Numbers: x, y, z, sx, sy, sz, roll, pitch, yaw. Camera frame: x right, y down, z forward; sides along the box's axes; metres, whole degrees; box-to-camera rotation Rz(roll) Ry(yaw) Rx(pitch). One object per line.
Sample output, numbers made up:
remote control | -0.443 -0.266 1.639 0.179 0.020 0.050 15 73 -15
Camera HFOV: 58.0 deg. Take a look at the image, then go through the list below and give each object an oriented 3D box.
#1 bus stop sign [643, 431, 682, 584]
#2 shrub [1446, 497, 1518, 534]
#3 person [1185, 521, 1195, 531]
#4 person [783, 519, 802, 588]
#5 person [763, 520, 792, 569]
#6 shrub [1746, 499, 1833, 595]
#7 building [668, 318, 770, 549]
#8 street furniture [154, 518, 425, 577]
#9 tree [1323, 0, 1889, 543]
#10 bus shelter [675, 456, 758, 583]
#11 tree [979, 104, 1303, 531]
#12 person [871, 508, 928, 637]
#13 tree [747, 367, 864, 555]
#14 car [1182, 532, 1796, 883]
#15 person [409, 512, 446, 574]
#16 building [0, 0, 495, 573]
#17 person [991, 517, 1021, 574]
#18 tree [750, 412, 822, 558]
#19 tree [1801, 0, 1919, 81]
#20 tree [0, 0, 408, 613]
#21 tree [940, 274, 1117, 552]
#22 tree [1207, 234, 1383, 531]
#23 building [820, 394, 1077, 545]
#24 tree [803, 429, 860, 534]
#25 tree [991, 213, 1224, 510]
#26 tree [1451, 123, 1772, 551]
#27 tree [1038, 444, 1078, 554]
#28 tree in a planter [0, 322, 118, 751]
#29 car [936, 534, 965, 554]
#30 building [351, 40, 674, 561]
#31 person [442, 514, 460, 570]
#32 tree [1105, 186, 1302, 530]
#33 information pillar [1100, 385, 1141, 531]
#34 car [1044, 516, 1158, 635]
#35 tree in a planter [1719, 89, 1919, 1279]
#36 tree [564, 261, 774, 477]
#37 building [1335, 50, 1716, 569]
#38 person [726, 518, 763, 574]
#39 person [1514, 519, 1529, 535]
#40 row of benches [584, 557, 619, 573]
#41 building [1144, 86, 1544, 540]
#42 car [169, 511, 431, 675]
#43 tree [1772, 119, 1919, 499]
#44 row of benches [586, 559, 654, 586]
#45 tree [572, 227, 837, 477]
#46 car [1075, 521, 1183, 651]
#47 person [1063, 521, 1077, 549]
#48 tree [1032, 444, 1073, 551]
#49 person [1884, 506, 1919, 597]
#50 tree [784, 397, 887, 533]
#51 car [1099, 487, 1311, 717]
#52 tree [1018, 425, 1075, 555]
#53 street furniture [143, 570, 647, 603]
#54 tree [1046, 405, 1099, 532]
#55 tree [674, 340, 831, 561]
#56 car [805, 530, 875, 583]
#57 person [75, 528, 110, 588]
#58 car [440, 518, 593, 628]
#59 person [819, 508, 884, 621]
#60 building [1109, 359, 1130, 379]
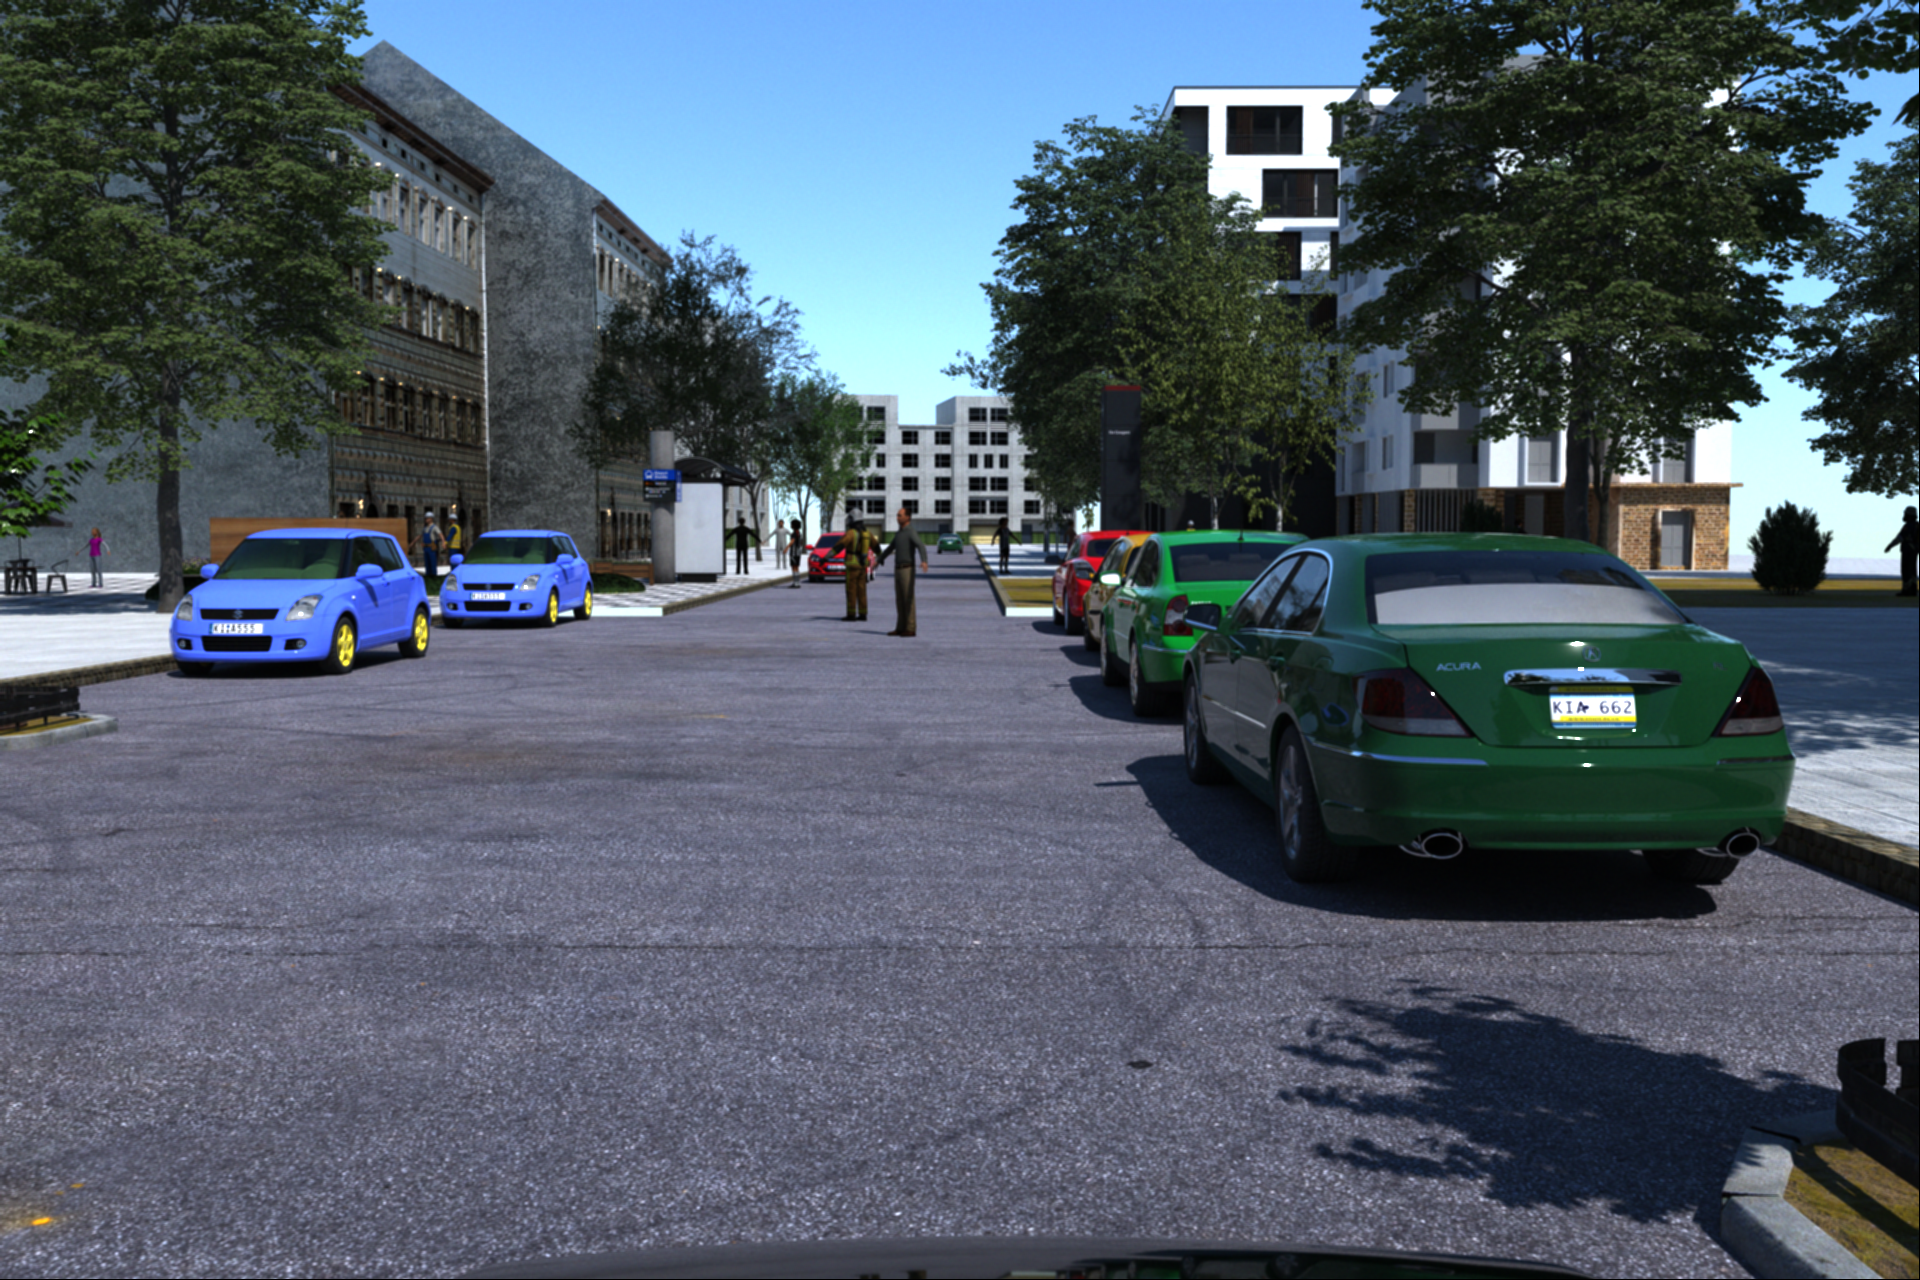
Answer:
bus stop sign | -7.617 -3.386 44.384 0.837 3.901 0.837 0 4 1
shrub | 10.825 -1.964 36.157 1.661 2.075 1.752 0 3 0
person | 8.425 -3.493 63.578 1.216 1.772 0.721 -1 4 -13
person | -4.389 -2.279 45.868 0.704 1.843 1.345 1 4 10
person | -6.520 -3.488 63.215 1.347 1.806 0.705 0 4 -3
shrub | 17.463 -1.960 36.473 1.690 2.028 1.600 0 3 0
building | -27.623 -17.769 156.983 16.747 18.905 31.486 0 4 1
street furniture | -19.655 -2.523 48.103 9.812 1.723 11.010 -1 4 -23
tree | 8.873 -6.512 24.599 7.486 12.596 7.792 0 3 0
bus shelter | -6.921 -3.305 47.963 2.014 3.302 5.546 0 4 0
tree | 5.483 -8.896 52.112 9.857 13.997 8.962 0 3 0
person | -0.798 -0.952 24.289 0.705 1.796 1.348 -2 4 -35
tree | -9.857 -11.188 108.680 9.928 11.665 9.643 0 3 0
car | 2.248 0.198 8.555 2.131 1.459 4.920 0 4 -1
person | -13.534 -2.344 44.174 1.347 1.847 0.705 2 4 33
building | -29.698 -14.336 65.316 19.493 23.208 18.063 0 4 1
person | 1.446 -3.032 55.713 1.345 1.843 0.704 -3 5 -45
tree | -10.150 -8.831 94.756 4.360 8.622 3.978 0 3 0
tree | 7.992 -5.605 9.762 7.486 12.596 7.792 0 3 0
tree | -12.650 -6.732 28.190 7.486 12.596 7.792 0 3 0
tree | 4.948 -16.551 126.504 12.611 20.169 13.585 0 3 0
tree | 8.285 -5.701 43.568 4.737 8.622 4.395 0 3 0
building | -1.912 -21.938 227.606 31.486 18.905 16.747 -1 4 -10
tree | -9.211 -10.370 119.905 4.737 8.622 4.395 0 3 0
tree | 6.057 -9.994 70.065 9.857 13.997 8.962 0 3 0
tree | 16.534 -7.252 44.319 9.928 11.665 9.643 0 3 0
tree | 6.542 -9.900 112.223 4.737 8.622 4.395 0 3 0
tree in a planter | -7.125 -0.906 12.033 1.991 3.239 1.994 0 4 0
car | -0.704 -7.001 126.265 2.131 1.459 4.920 0 4 1
building | -25.528 -15.639 86.632 19.493 23.208 18.063 0 4 0
person | -13.922 -2.541 47.517 0.705 1.833 1.349 0 4 -2
tree | 5.301 -5.264 36.425 4.737 8.622 4.395 0 3 0
information pillar | 2.823 -2.516 30.516 0.750 3.857 0.750 0 4 -2
car | 2.376 -1.043 26.096 2.155 1.783 4.494 0 4 0
tree in a planter | 2.541 -0.356 3.045 1.991 3.239 1.994 0 4 0
tree | -9.820 -7.601 58.684 7.601 10.594 8.767 -1 4 -14
building | 21.455 -13.309 74.030 16.016 20.090 11.380 0 4 0
person | -6.936 -2.991 55.097 1.347 1.806 0.705 0 4 -7
person | 17.099 -2.827 52.937 0.721 1.740 1.216 -3 5 -42
row of benches | -10.882 -1.873 46.093 4.104 0.672 1.422 -1 4 -17
building | 23.866 -15.389 95.580 27.936 21.610 32.646 0 4 1
car | -7.076 -0.561 18.769 1.945 1.707 3.694 0 4 1
tree | 27.902 -8.644 47.988 9.857 13.997 8.962 0 3 0
row of benches | -9.527 -1.688 43.059 4.104 0.672 1.422 0 4 -6
tree | -10.179 -9.724 69.357 12.009 13.543 11.850 0 3 0
car | 2.389 -0.604 20.105 2.015 1.641 3.980 0 4 -1
person | 3.795 -3.126 57.921 0.721 1.733 1.217 -2 4 -29
tree | 6.052 -8.982 97.216 4.737 8.622 4.395 0 3 0
person | 19.535 -1.828 35.671 1.354 1.856 0.705 -2 4 -31
tree | -9.556 -12.379 128.155 9.928 11.665 9.643 0 3 0
car | 2.233 -0.378 14.970 1.959 1.807 4.718 0 4 -1
tree | 5.487 -9.625 107.728 4.360 8.622 3.978 0 3 0
street furniture | -11.753 -1.274 36.449 10.072 0.657 5.734 -2 4 -30
tree | 5.937 -8.104 82.865 4.737 8.622 4.395 0 3 0
tree | -9.689 -8.997 81.518 7.601 10.594 8.767 3 5 45
car | -3.544 -2.634 52.108 2.155 1.783 4.494 0 4 0
person | -20.562 -1.948 41.111 0.991 1.433 0.599 1 4 17
car | -7.037 -1.103 27.618 1.945 1.707 3.694 0 4 0
person | -1.728 -1.241 28.524 1.354 1.858 0.705 -3 5 -43
building | 23.976 -18.459 168.256 16.747 18.905 31.486 0 3 0
